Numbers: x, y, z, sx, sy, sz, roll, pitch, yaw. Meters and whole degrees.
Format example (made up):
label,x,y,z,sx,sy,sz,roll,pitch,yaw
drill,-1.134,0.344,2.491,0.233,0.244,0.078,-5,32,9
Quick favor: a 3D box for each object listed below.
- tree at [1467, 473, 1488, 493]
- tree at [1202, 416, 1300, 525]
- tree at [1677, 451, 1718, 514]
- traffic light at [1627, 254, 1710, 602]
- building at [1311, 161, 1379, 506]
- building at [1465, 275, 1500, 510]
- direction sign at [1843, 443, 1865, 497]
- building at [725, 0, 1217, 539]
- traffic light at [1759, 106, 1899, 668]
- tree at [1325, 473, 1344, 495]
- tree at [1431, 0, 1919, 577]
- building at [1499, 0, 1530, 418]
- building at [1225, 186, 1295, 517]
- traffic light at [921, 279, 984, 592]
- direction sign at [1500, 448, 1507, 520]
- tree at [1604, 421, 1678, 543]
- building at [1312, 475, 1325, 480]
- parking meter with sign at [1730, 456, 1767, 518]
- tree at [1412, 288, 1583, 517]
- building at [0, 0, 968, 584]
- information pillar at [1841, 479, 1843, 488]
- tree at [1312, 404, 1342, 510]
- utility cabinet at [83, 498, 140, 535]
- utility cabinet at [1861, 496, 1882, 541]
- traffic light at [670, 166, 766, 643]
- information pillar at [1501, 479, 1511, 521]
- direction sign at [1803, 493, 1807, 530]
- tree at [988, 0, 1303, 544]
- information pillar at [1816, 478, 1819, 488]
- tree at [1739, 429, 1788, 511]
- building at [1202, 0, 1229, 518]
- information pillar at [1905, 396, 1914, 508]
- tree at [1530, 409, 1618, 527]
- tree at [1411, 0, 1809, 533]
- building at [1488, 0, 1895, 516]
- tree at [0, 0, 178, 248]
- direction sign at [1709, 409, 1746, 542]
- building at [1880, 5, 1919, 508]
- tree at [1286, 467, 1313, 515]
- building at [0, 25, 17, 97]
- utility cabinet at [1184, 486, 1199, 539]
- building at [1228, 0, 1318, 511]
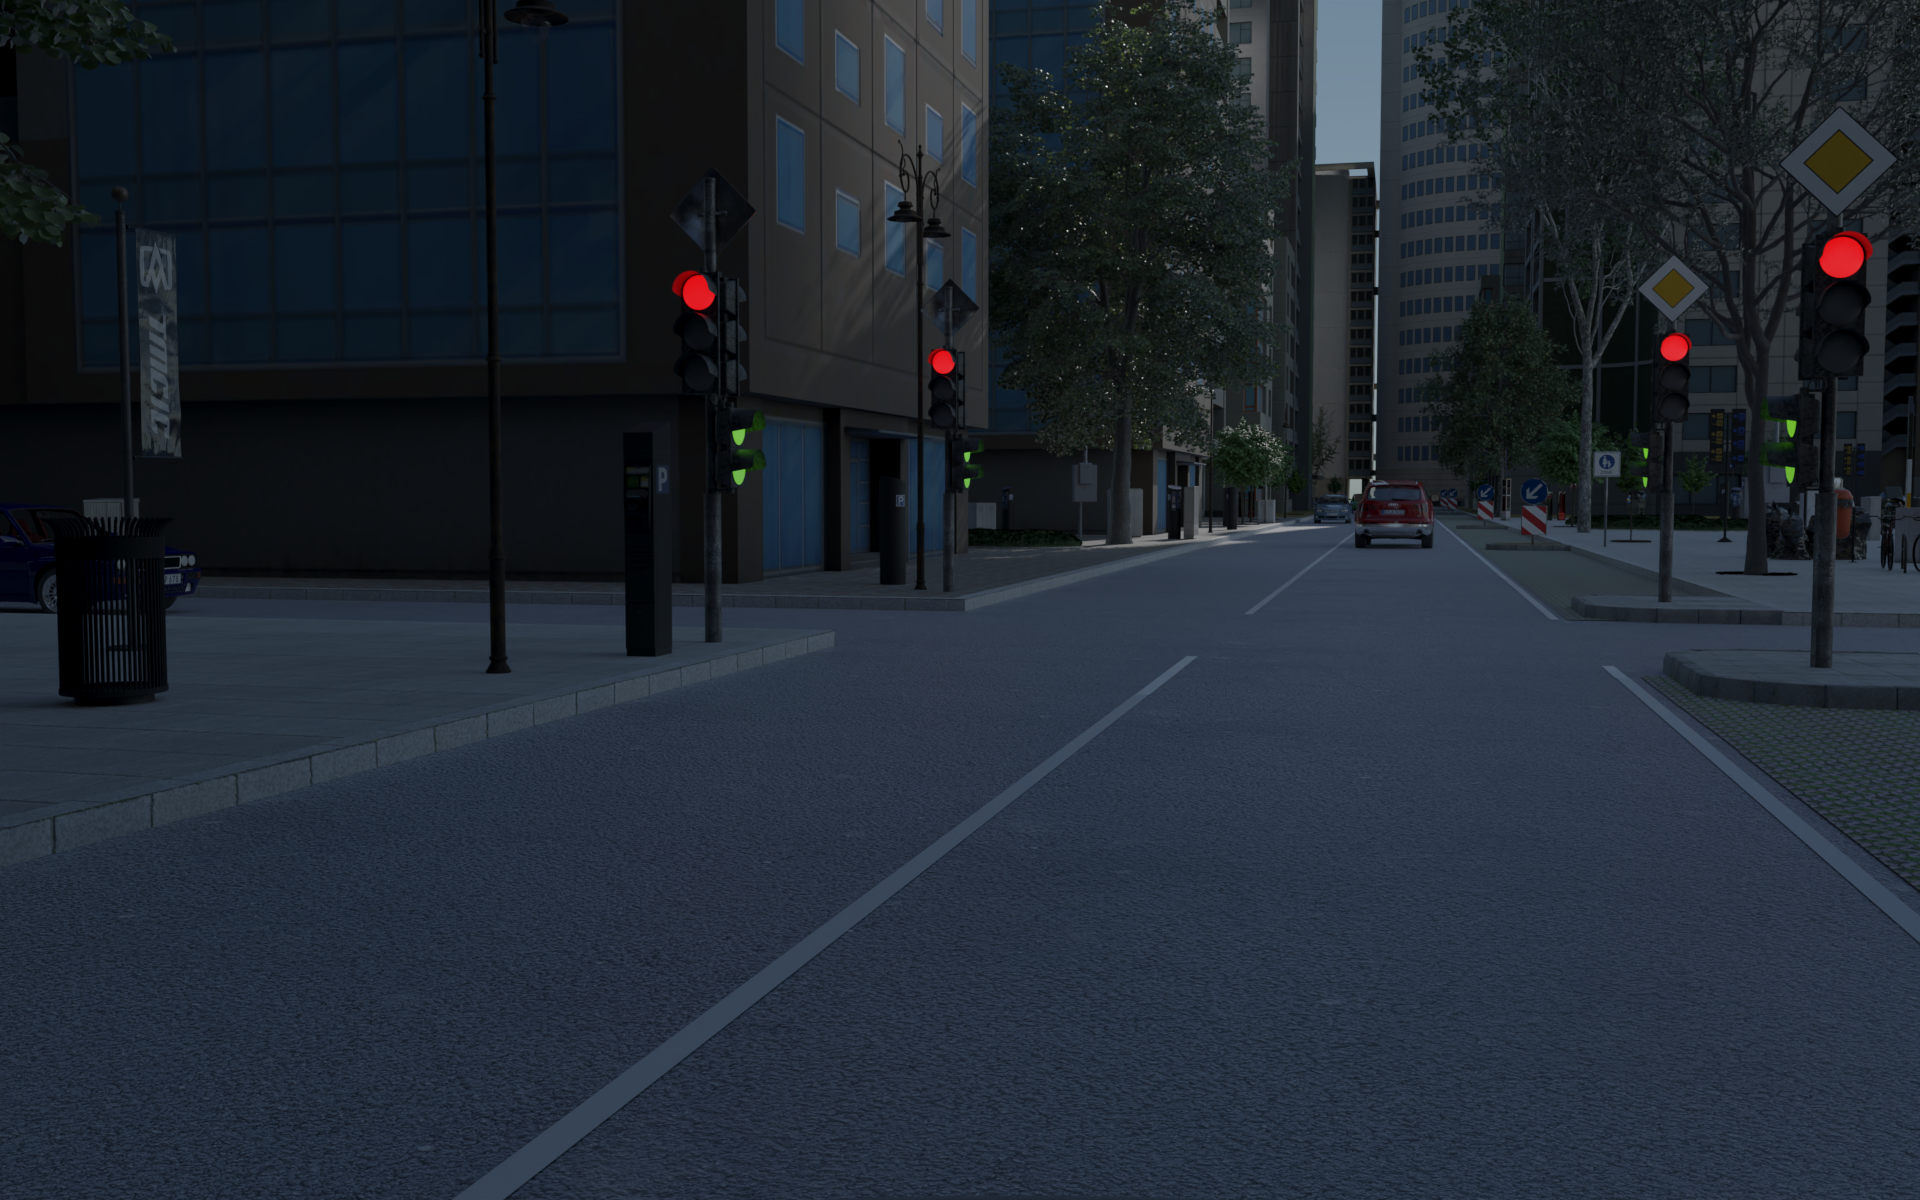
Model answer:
label,x,y,z,sx,sy,sz,roll,pitch,yaw
tree,38.214,-8.156,127.945,1.663,3.219,1.824,0,3,0
tree,11.792,-5.423,72.380,4.285,4.588,4.351,0,3,0
tree,32.484,-5.029,76.820,1.663,3.219,1.824,0,3,0
traffic light,8.358,-1.930,20.468,0.839,4.253,0.868,1,4,14
building,34.702,-30.763,194.854,23.993,40.220,32.217,1,4,14
building,58.035,-18.496,147.445,27.650,21.520,28.899,1,4,14
direction sign,39.962,-5.228,77.471,0.876,3.537,0.379,3,5,41
building,1.319,-25.108,60.622,14.600,45.320,14.200,1,4,14
traffic light,6.369,-1.456,12.734,0.839,4.253,0.868,1,4,14
tree,34.209,-10.025,158.505,1.663,3.219,1.824,0,3,0
tree,12.586,-7.146,27.207,12.009,13.543,11.850,0,3,0
building,47.072,-27.150,127.505,14.154,41.232,14.086,1,4,14
building,7.080,-16.473,114.377,27.650,21.520,28.899,1,4,14
traffic light,-0.132,-2.062,22.627,0.839,4.253,0.868,1,4,14
direction sign,27.077,-5.752,86.044,0.379,3.537,0.876,2,4,24
tree,17.871,-3.141,45.951,1.663,3.219,1.824,0,3,0
building,19.064,-31.001,161.496,28.867,44.769,22.147,1,4,14
parking meter with sign,36.142,-5.069,79.147,1.738,3.016,0.543,0,4,6
tree,30.308,-11.005,96.943,9.611,12.733,9.660,0,3,0
building,-7.835,-23.319,31.385,14.600,45.320,14.200,1,4,14
information pillar,43.653,-4.995,86.152,0.304,2.012,0.304,-1,4,-21
tree,29.082,-11.709,141.808,4.737,8.622,4.395,0,3,0
utility cabinet,-12.483,-0.876,25.485,1.020,1.237,0.306,2,4,35
utility cabinet,25.266,-2.258,48.086,0.306,1.237,1.020,1,4,14
traffic light,-2.121,-1.589,14.893,0.839,4.253,0.868,1,4,14
information pillar,26.367,-4.839,83.616,0.304,2.012,0.304,-2,4,-29
direction sign,21.461,-3.176,43.930,0.379,3.537,0.876,3,4,36
tree,4.139,-8.422,44.351,9.857,13.997,8.962,0,3,0
information pillar,38.792,-4.502,78.094,0.304,2.012,0.304,0,4,1
tree,39.580,-6.138,84.070,4.285,4.588,4.351,0,3,0
building,1.759,-28.342,87.101,21.300,48.544,21.600,1,4,14
information pillar,22.712,-3.064,41.454,0.183,3.616,0.504,2,4,25
tree,23.747,-5.094,66.997,4.285,4.588,4.351,0,3,0
tree,21.988,-12.251,56.187,12.611,20.169,13.585,0,3,0
building,44.851,-40.999,108.588,20.563,71.187,20.611,1,4,14
tree,-6.041,-5.369,5.914,7.486,12.596,7.792,0,3,0
direction sign,20.372,-3.304,46.025,0.876,3.537,0.379,1,4,13
building,83.275,-30.467,148.251,14.200,45.320,14.600,1,4,14
tree,20.872,-6.938,108.045,1.663,3.219,1.824,0,3,0
building,-21.461,-16.074,34.515,14.107,30.474,14.160,1,4,14
utility cabinet,6.620,-2.507,49.664,0.318,1.500,1.173,1,4,14
building,19.693,-27.469,132.718,14.154,41.232,14.086,1,4,14
